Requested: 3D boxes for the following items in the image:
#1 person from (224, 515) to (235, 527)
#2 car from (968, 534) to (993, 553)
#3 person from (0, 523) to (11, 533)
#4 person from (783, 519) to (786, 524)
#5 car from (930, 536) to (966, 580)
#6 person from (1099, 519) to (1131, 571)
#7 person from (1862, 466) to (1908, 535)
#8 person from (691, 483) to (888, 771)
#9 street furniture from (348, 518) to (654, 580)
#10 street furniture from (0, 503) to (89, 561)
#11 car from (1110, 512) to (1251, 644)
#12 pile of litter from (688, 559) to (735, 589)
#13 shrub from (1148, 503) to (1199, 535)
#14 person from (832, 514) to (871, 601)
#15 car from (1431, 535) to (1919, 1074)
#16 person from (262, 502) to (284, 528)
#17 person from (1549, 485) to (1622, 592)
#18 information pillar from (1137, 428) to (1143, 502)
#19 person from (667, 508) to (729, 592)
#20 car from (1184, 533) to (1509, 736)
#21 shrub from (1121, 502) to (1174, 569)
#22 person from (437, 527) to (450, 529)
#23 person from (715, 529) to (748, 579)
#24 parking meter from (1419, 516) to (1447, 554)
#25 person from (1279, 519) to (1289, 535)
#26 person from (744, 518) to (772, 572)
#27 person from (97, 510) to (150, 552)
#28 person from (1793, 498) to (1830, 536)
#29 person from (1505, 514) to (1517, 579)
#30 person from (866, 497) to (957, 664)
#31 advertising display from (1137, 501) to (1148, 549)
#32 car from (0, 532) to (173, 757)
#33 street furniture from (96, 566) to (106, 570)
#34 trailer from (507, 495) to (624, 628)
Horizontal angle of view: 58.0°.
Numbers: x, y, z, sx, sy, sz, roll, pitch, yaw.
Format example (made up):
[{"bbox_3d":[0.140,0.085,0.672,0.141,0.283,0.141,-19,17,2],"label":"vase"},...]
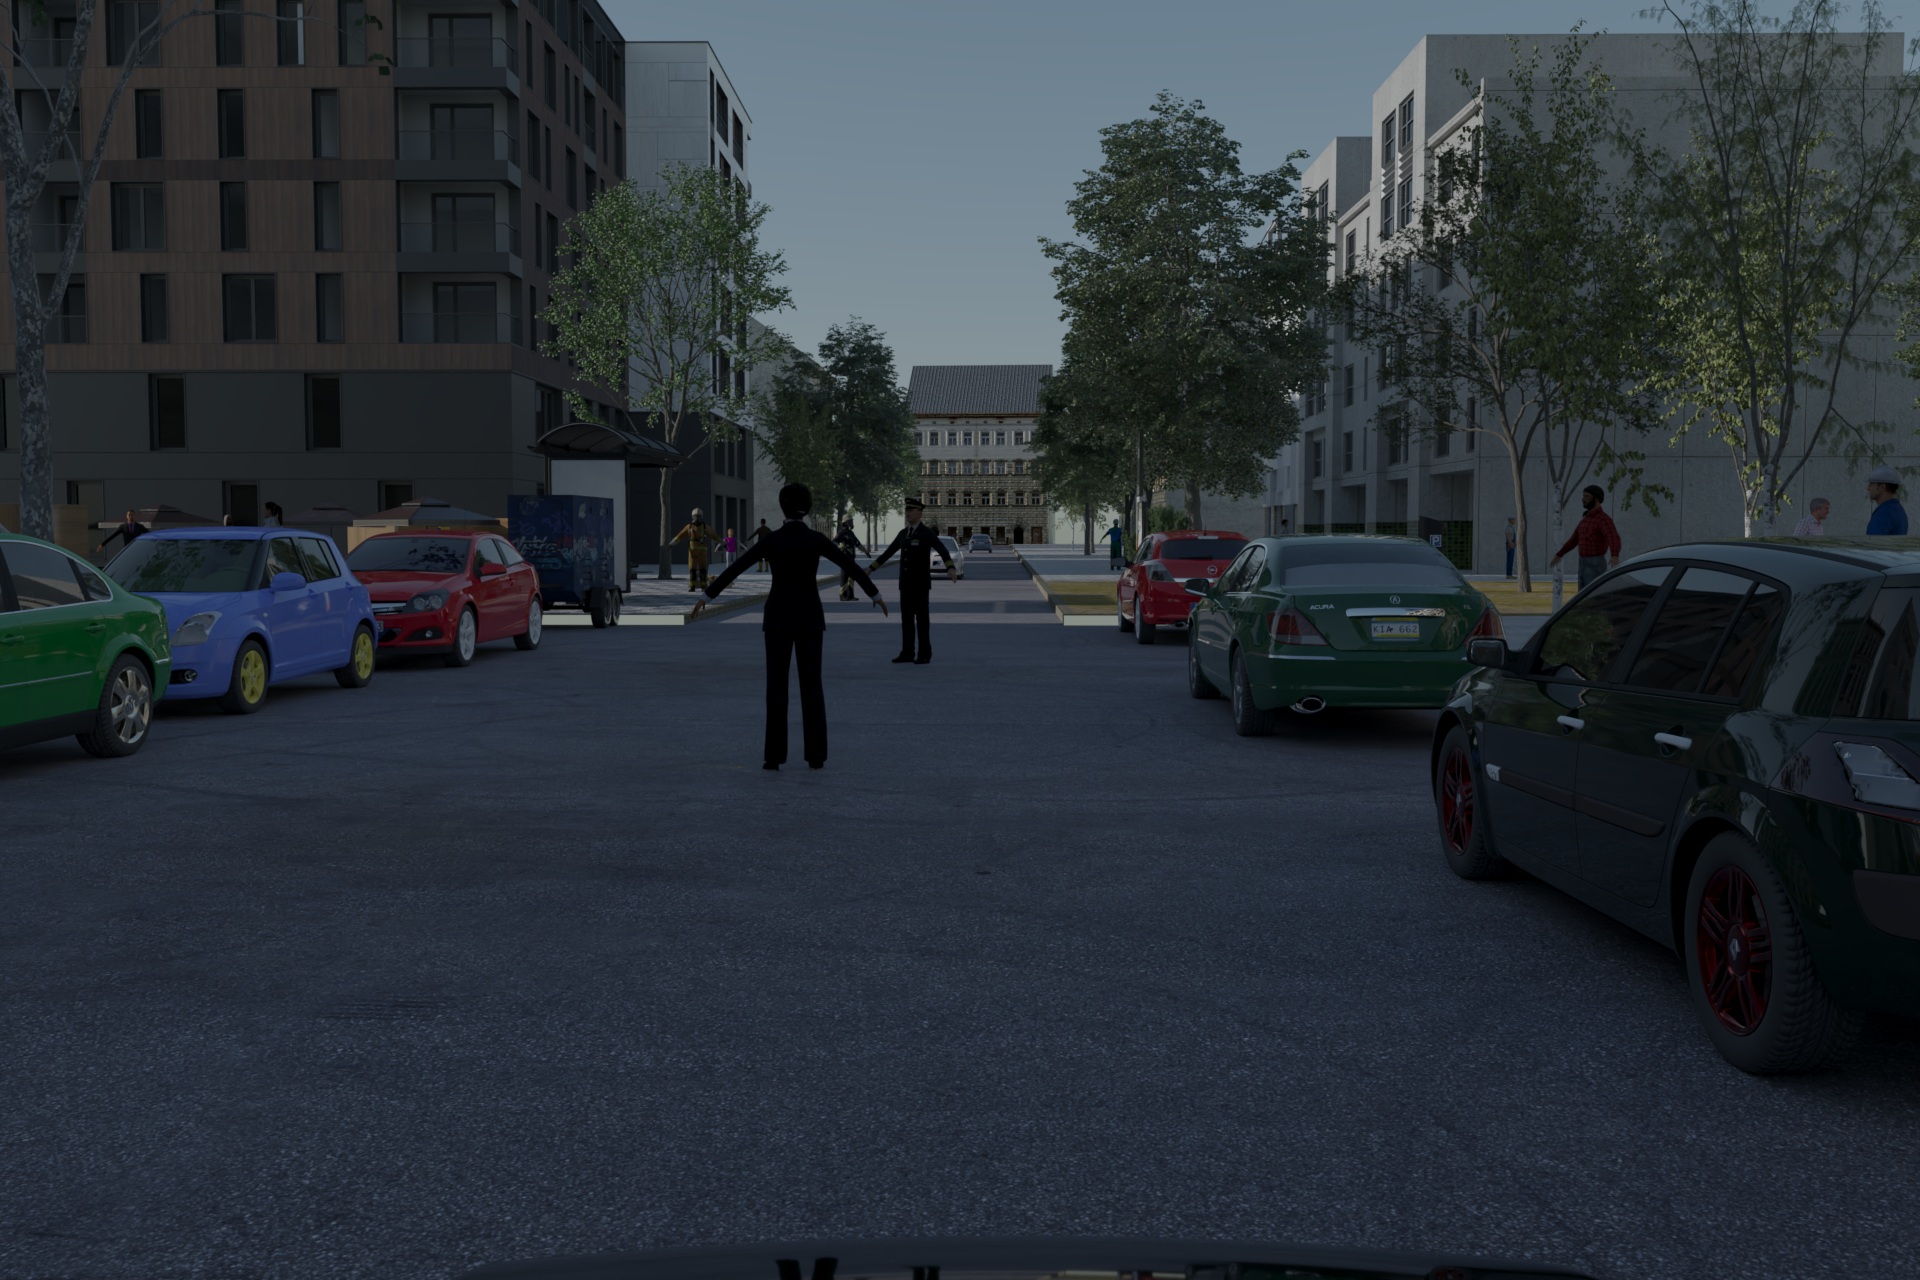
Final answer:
[{"bbox_3d":[-20.233,-2.558,47.953,1.348,1.813,0.705,-3,5,-42],"label":"person"},{"bbox_3d":[1.557,-7.312,131.561,2.014,1.417,4.499,0,4,1],"label":"car"},{"bbox_3d":[-10.589,-0.757,18.845,0.721,1.778,1.216,2,4,35],"label":"person"},{"bbox_3d":[-6.110,-3.329,60.696,1.348,1.796,0.705,0,4,5],"label":"person"},{"bbox_3d":[-0.827,-2.657,55.809,2.083,1.381,4.827,0,4,1],"label":"car"},{"bbox_3d":[5.482,-3.340,60.736,1.347,1.817,0.704,2,4,27],"label":"person"},{"bbox_3d":[7.586,-0.515,14.308,0.705,1.842,1.347,3,5,40],"label":"person"},{"bbox_3d":[-1.026,-0.085,10.575,1.216,1.740,0.721,-1,4,-16],"label":"person"},{"bbox_3d":[-13.085,-2.572,48.911,11.010,1.723,9.812,2,4,32],"label":"street furniture"},{"bbox_3d":[-17.389,-1.227,26.909,9.812,1.723,11.010,1,4,13],"label":"street furniture"},{"bbox_3d":[3.201,-0.915,24.006,2.155,1.783,4.494,0,4,0],"label":"car"},{"bbox_3d":[-5.948,-1.667,41.226,1.176,0.858,1.719,0,4,2],"label":"pile of litter"},{"bbox_3d":[4.895,-2.196,40.317,1.690,2.028,1.600,0,3,0],"label":"shrub"},{"bbox_3d":[-2.382,-1.761,37.035,0.705,1.856,1.354,2,4,34],"label":"person"},{"bbox_3d":[2.907,0.232,5.986,2.009,1.686,4.222,0,4,0],"label":"car"},{"bbox_3d":[-9.633,-1.052,24.033,0.721,1.735,1.217,0,4,2],"label":"person"},{"bbox_3d":[6.868,-0.782,18.901,0.704,1.816,1.345,-1,4,-9],"label":"person"},{"bbox_3d":[3.997,-2.882,38.481,0.183,3.616,0.504,0,4,-1],"label":"information pillar"},{"bbox_3d":[-5.792,-1.987,38.260,1.354,1.858,0.705,0,4,-5],"label":"person"},{"bbox_3d":[2.900,-0.115,13.672,2.131,1.459,4.920,0,4,1],"label":"car"},{"bbox_3d":[4.853,-2.365,42.703,1.661,2.075,1.752,0,3,0],"label":"shrub"},{"bbox_3d":[-12.371,-2.125,41.212,0.721,1.772,1.216,2,4,27],"label":"person"},{"bbox_3d":[-6.488,-2.444,49.231,0.991,1.433,0.599,-1,4,-23],"label":"person"},{"bbox_3d":[6.582,-0.962,24.144,0.372,1.533,0.369,0,3,0],"label":"parking meter"},{"bbox_3d":[11.608,-3.398,61.752,0.705,1.806,1.347,2,4,31],"label":"person"},{"bbox_3d":[-6.638,-3.191,58.308,1.346,1.812,0.704,-2,4,-35],"label":"person"},{"bbox_3d":[-17.965,-1.918,37.586,1.346,1.802,0.704,-1,4,-21],"label":"person"},{"bbox_3d":[10.078,-0.821,20.413,0.756,1.711,0.436,-2,4,-32],"label":"person"},{"bbox_3d":[15.816,-2.678,49.649,0.705,1.847,1.347,1,4,23],"label":"person"},{"bbox_3d":[-0.522,-0.661,19.200,1.347,1.837,0.705,3,5,39],"label":"person"},{"bbox_3d":[3.591,-1.769,34.136,0.123,1.923,0.974,0,4,1],"label":"advertising display"},{"bbox_3d":[-6.248,-0.062,9.808,1.959,1.807,4.718,0,4,1],"label":"car"},{"bbox_3d":[-23.981,-1.561,41.154,5.734,0.657,10.072,1,4,19],"label":"street furniture"},{"bbox_3d":[-6.075,-1.154,25.912,1.471,1.999,3.904,0,4,1],"label":"trailer"}]
